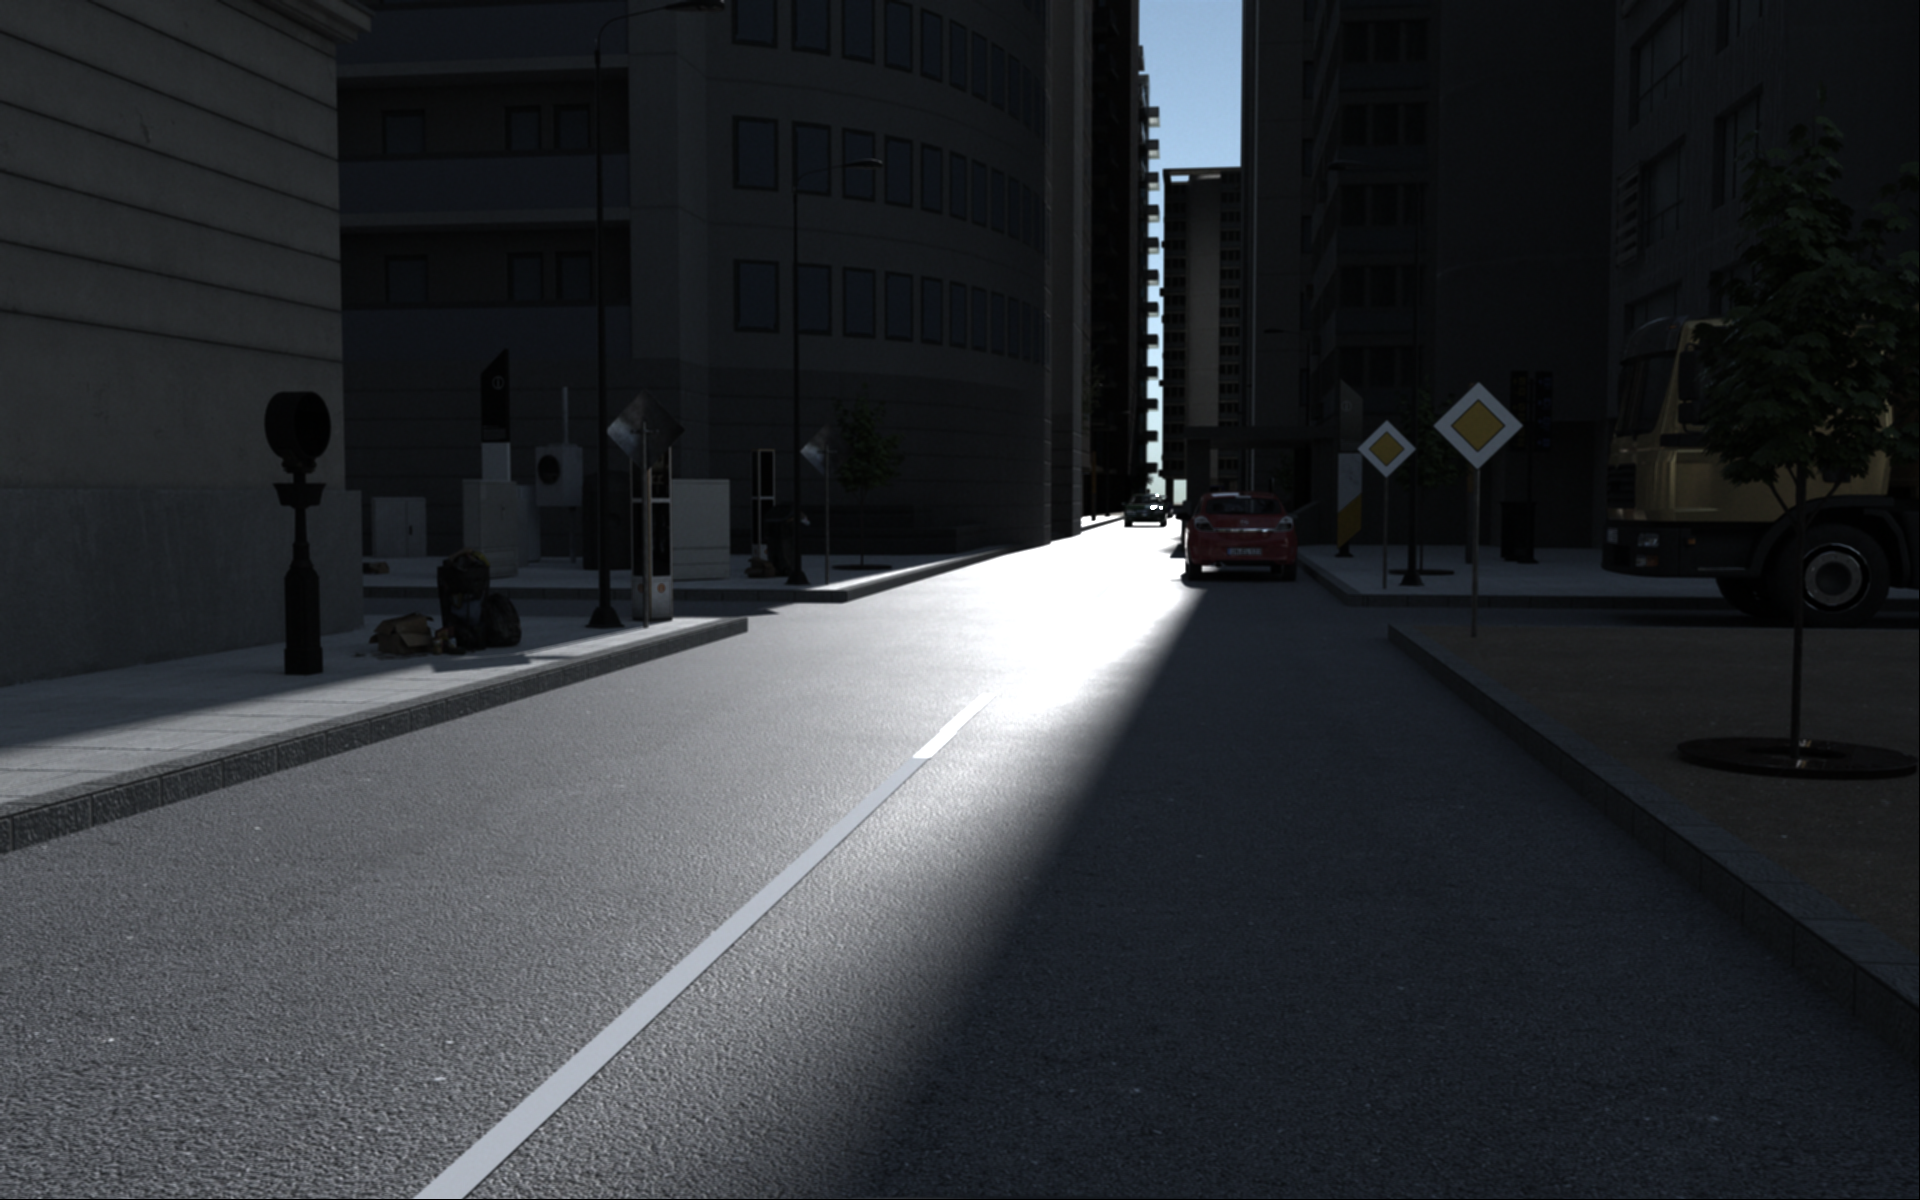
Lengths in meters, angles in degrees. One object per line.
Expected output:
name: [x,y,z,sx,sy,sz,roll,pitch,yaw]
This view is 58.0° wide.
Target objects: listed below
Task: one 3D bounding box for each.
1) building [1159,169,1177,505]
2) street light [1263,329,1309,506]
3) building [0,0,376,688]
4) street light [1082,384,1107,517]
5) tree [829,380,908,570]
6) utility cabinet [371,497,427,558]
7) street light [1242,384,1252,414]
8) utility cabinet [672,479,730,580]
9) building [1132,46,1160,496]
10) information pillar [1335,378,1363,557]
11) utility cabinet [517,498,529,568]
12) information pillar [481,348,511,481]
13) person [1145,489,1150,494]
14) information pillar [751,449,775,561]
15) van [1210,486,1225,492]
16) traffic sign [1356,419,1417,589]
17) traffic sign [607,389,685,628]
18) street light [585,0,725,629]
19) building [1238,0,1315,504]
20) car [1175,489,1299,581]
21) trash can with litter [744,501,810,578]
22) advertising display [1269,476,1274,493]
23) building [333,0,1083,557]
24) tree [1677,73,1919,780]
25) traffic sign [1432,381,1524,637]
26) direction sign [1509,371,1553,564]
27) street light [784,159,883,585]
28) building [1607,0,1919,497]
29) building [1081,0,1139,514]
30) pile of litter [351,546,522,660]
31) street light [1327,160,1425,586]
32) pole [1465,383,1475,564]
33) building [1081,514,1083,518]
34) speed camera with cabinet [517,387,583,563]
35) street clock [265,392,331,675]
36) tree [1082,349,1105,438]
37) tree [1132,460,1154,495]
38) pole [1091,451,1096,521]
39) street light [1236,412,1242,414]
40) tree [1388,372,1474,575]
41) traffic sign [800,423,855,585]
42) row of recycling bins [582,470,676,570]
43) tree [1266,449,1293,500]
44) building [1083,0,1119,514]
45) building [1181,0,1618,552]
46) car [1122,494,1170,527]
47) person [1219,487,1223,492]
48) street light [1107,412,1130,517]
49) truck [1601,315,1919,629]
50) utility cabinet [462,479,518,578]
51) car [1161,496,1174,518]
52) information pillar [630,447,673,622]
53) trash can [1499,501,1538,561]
building: [34.651,-30.755,194.727,23.993,40.220,32.217,1,4,8]
street light: [9.220,-4.660,48.736,1.470,5.913,1.316,1,4,8]
building: [-17.536,-13.674,10.965,23.554,28.519,14.401,1,4,8]
street light: [5.361,-6.177,73.537,1.470,5.913,1.316,1,4,8]
tree: [-1.623,-2.137,29.534,1.663,3.219,1.824,0,3,0]
utility cabinet: [-11.293,-1.451,34.880,1.020,1.237,0.306,-2,4,-31]
street light: [12.786,-6.158,73.226,1.470,5.913,1.316,1,4,8]
utility cabinet: [-4.000,-1.044,25.755,1.173,1.500,0.318,-3,5,-41]
building: [7.038,-35.164,194.546,30.456,49.044,23.786,1,4,8]
information pillar: [7.896,-2.677,35.125,0.504,3.616,0.183,0,4,-1]
utility cabinet: [-7.949,-1.191,30.629,0.306,1.237,1.020,-2,4,-35]
information pillar: [-7.459,-2.235,27.900,0.504,3.616,0.183,1,4,17]
person: [10.964,-5.554,100.094,0.721,1.735,1.217,0,4,-1]
information pillar: [-3.232,-1.466,28.458,0.304,2.012,0.304,-2,4,-31]
van: [18.487,-7.517,127.294,2.240,2.365,5.245,0,4,6]
traffic sign: [5.738,-1.206,23.356,0.795,2.450,0.064,1,4,8]
traffic sign: [-3.011,-0.790,16.562,0.795,2.450,0.064,1,4,8]
street light: [-2.888,-2.684,16.429,1.470,5.913,1.316,1,4,8]
building: [36.001,-37.594,156.661,21.231,58.520,28.212,1,4,8]
car: [4.829,-1.288,30.091,2.155,1.783,4.494,0,4,6]
trash can with litter: [-2.839,-0.939,26.747,0.624,1.170,1.055,2,4,28]
advertising display: [11.429,-3.568,63.558,0.123,1.923,0.974,1,4,15]
building: [-8.055,-30.920,47.533,21.231,58.520,28.212,1,4,8]
tree: [3.898,-0.824,8.071,1.663,3.219,1.824,0,3,0]
traffic sign: [4.602,-0.722,15.452,0.795,2.450,0.064,1,4,8]
direction sign: [10.518,-2.445,31.970,0.876,3.537,0.379,-1,4,-16]
street light: [-1.767,-3.164,24.268,1.470,5.913,1.316,1,4,8]
building: [19.295,-21.018,27.231,14.086,41.232,14.154,1,4,8]
building: [6.615,-29.646,134.826,14.600,45.320,14.200,1,4,8]
pile of litter: [-4.323,-0.019,14.277,1.176,0.858,1.719,2,4,34]
street light: [5.809,-3.161,24.223,1.470,5.913,1.316,1,4,8]
pole: [9.404,-2.322,31.802,0.158,3.312,0.155,0,3,0]
building: [-0.744,-26.732,87.176,14.600,45.320,14.200,1,4,8]
speed camera with cabinet: [-7.982,-2.318,32.230,2.038,3.252,0.660,2,4,29]
street clock: [-4.683,-0.473,12.303,0.358,2.002,0.471,1,4,12]
tree: [3.615,-7.307,69.838,4.737,8.622,4.395,0,3,0]
tree: [14.810,-10.068,148.327,4.285,4.588,4.351,0,3,0]
pole: [6.407,-5.447,82.901,0.158,3.312,0.155,0,3,0]
street light: [16.252,-7.657,97.730,1.470,5.913,1.316,1,4,8]
tree: [7.404,-2.020,27.625,1.663,3.219,1.824,0,3,0]
traffic sign: [-1.876,-1.274,24.467,0.795,2.450,0.064,1,4,8]
row of recycling bins: [-5.862,-1.450,30.819,1.069,1.692,3.534,0,4,8]
tree: [12.709,-4.359,65.870,1.663,3.219,1.824,0,3,0]
building: [-1.047,-28.110,114.226,22.147,44.769,28.867,1,4,8]
building: [22.409,-21.674,46.251,32.217,40.220,23.993,1,4,8]
car: [8.300,-4.001,77.216,2.131,1.459,4.920,0,4,8]
person: [13.710,-5.067,91.446,0.694,1.812,0.767,2,4,26]
street light: [8.911,-7.675,98.030,1.470,5.913,1.316,1,4,8]
truck: [11.320,-1.392,18.685,9.791,3.379,3.469,1,4,10]
utility cabinet: [-7.120,-1.079,26.327,0.318,1.500,1.173,1,4,12]
car: [11.900,-5.605,104.215,1.945,1.354,3.894,1,4,10]
information pillar: [-3.116,-0.795,17.488,0.304,2.012,0.304,3,5,40]
trash can: [10.670,-1.314,33.135,0.748,1.137,0.748,0,3,0]
